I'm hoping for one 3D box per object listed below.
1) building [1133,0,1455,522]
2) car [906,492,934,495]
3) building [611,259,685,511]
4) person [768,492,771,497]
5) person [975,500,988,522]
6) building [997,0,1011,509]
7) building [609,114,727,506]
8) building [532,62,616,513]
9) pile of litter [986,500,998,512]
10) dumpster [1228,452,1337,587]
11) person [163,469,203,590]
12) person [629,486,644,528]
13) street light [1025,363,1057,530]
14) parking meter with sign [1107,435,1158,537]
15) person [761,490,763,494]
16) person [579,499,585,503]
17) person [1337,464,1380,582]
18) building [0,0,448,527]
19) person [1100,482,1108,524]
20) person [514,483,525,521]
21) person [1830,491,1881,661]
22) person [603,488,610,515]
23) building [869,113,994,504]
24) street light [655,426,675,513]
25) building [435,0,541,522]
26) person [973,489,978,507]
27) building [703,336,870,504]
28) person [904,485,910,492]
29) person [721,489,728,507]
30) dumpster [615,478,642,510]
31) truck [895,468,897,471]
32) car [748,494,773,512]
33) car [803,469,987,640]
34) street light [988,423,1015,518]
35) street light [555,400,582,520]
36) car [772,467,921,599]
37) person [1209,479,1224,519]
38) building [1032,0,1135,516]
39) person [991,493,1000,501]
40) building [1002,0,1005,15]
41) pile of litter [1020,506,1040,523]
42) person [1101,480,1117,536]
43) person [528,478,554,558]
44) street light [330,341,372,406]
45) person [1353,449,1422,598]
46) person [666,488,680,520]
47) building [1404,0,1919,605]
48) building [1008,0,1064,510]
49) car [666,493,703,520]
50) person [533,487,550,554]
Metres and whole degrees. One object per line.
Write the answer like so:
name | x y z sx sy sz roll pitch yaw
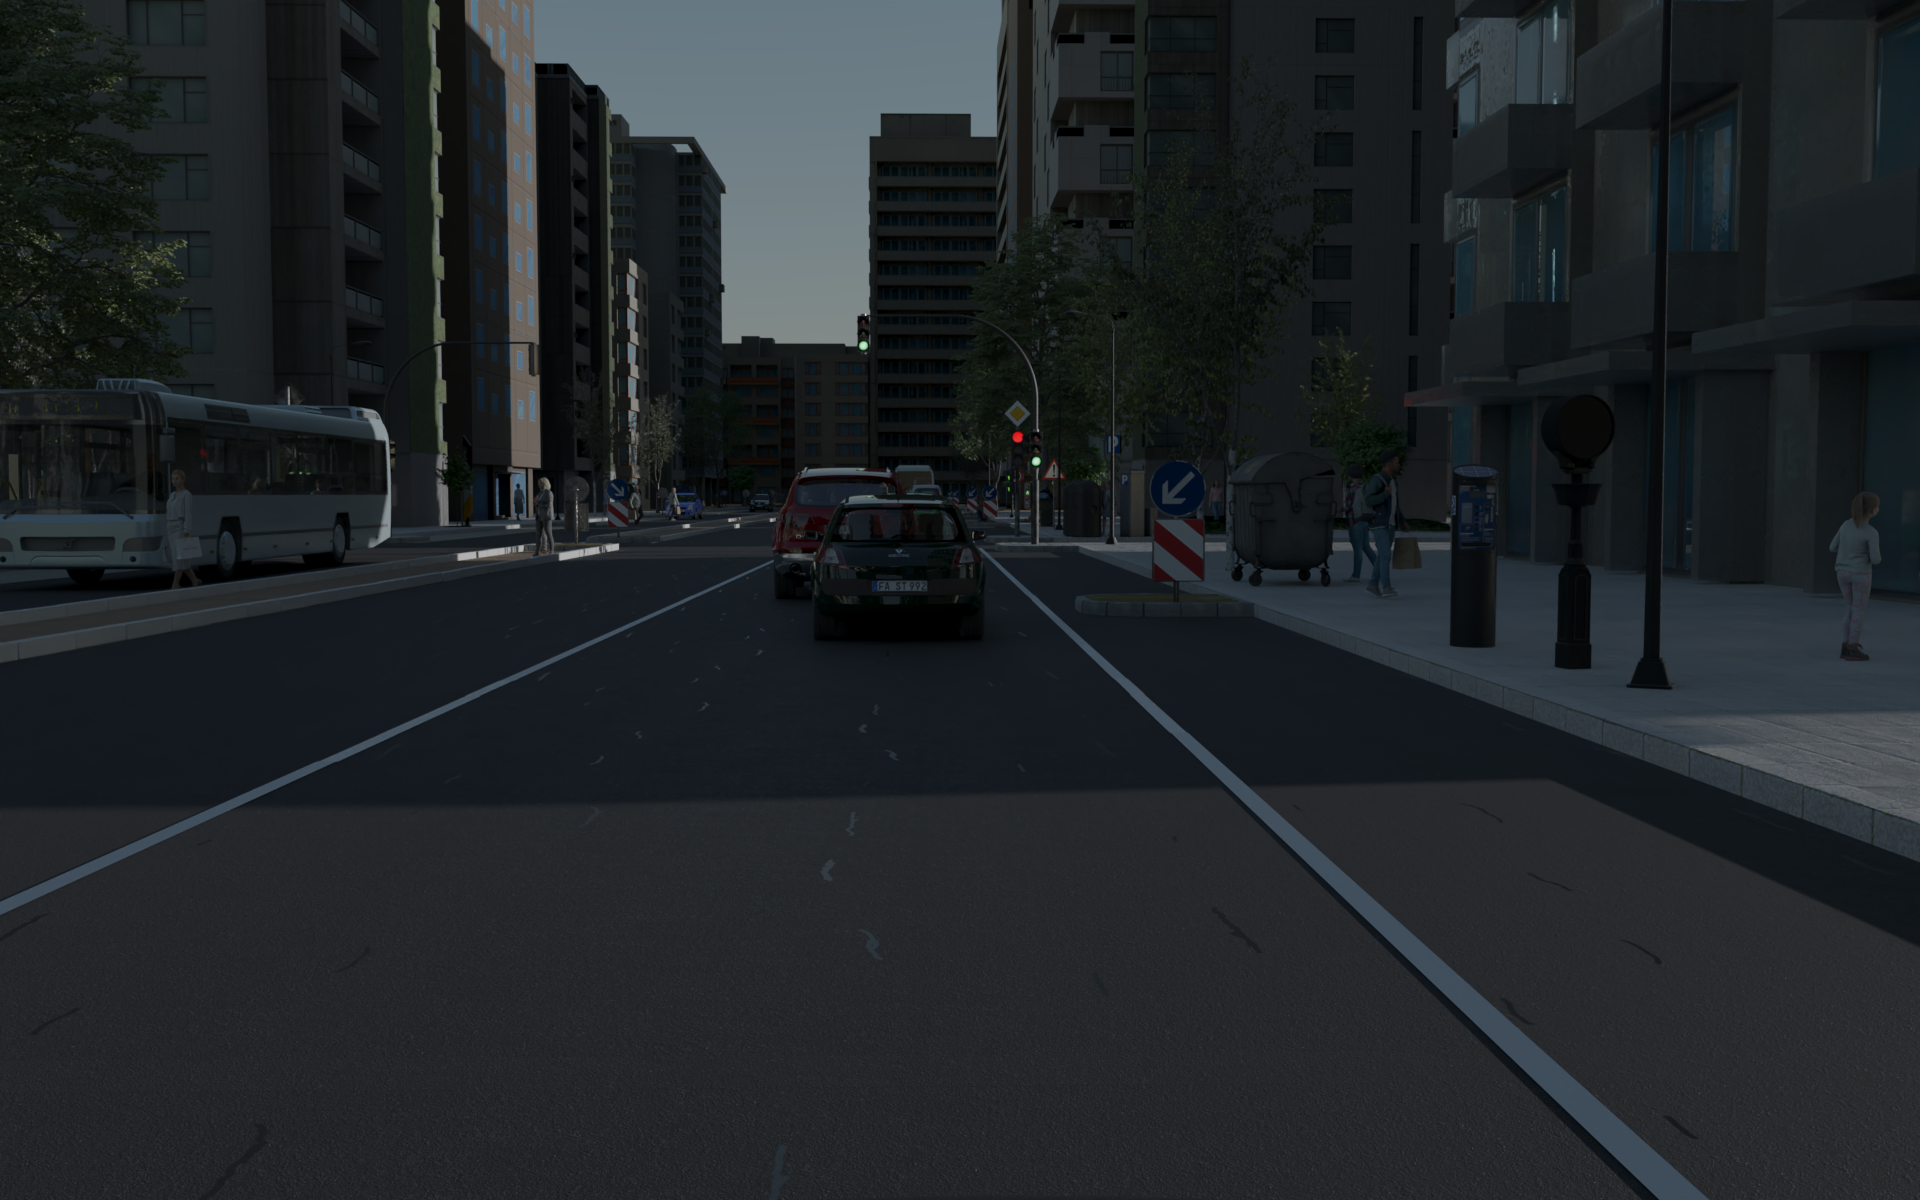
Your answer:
building | 15.265 -19.157 84.913 14.160 30.474 14.107 0 4 -1
car | -1.175 -1.777 37.848 1.959 1.807 4.718 0 4 0
building | -38.369 -18.132 141.494 27.650 21.520 28.899 0 4 -1
person | -17.928 -9.298 161.998 0.593 1.643 0.415 2 4 25
person | 1.118 -4.027 79.837 1.012 1.151 0.738 -1 4 -11
building | 14.500 -32.864 161.027 21.300 48.544 21.600 0 4 -1
building | -37.489 -30.049 183.185 23.993 40.220 32.217 0 4 -1
building | -31.627 -21.105 116.762 14.160 30.474 14.107 0 4 -1
pile of litter | 2.174 -6.690 123.344 1.176 0.858 1.719 0 4 -1
dumpster | 4.596 -1.158 24.696 1.264 1.857 1.865 0 4 -1
person | -11.045 -0.966 24.644 0.624 1.780 0.694 -3 5 -44
person | -13.860 -3.965 73.819 0.515 1.767 0.782 2 4 31
street light | 2.996 -5.443 61.540 1.470 5.913 1.316 0 4 -1
parking meter with sign | 5.179 -3.393 51.733 1.738 3.016 0.543 -3 5 -40
person | -17.316 -8.741 151.967 0.990 1.755 0.434 -1 4 -17
person | -22.749 -5.979 103.825 0.660 1.820 0.620 3 5 42
person | 5.833 -1.121 25.205 0.643 1.720 0.563 2 4 32
building | -28.060 -23.237 63.517 14.154 41.232 14.086 0 4 -1
person | 6.163 -4.132 73.791 0.709 1.800 0.728 1 4 19
person | -21.289 -4.725 83.518 0.478 1.798 0.641 1 4 13
person | 6.939 -0.188 13.390 0.394 1.301 0.425 -3 4 -36
person | -21.109 -5.970 103.741 0.778 1.811 0.616 -2 4 -24
building | -0.828 -36.714 223.973 21.600 48.544 21.300 0 4 -1
street light | -20.003 -8.869 117.542 1.470 5.913 1.316 0 4 -1
building | -29.487 -26.627 85.467 14.600 45.320 14.200 0 4 -1
person | 1.351 -8.663 148.348 0.551 1.740 0.621 3 5 45
building | -26.133 -23.362 227.008 28.899 21.520 27.650 0 4 -1
person | -1.889 -3.294 62.904 0.519 1.759 0.362 2 4 35
person | -24.139 -10.483 177.306 0.709 1.838 0.599 0 4 -7
dumpster | -20.368 -6.322 105.858 1.502 2.255 1.985 0 4 -1
truck | -5.370 -10.977 169.228 2.967 4.110 18.799 0 4 -1
car | -15.997 -7.931 139.459 2.009 1.686 4.222 0 4 -2
car | -0.682 -0.529 18.439 2.009 1.686 4.222 0 4 -3
street light | 2.291 -7.422 93.894 1.470 5.913 1.316 0 4 -1
street light | -19.281 -6.890 85.187 1.470 5.913 1.316 0 4 -1
car | -1.630 -1.018 25.323 2.281 1.827 5.304 0 4 -3
person | 9.089 -3.389 61.464 0.555 1.821 0.388 -1 4 -15
building | 18.956 -32.039 113.069 28.713 52.752 27.495 0 4 -1
person | 2.637 -8.024 137.239 1.348 1.824 0.705 3 4 36
building | 14.902 -39.366 185.627 21.231 58.520 28.212 0 4 -1
pile of litter | 3.195 -3.950 78.555 1.176 0.858 1.719 0 4 -5
person | 4.613 -2.822 53.187 0.512 1.701 0.522 -3 5 -42
person | -9.328 -1.838 38.730 0.526 1.800 0.537 -3 5 -39
street light | -18.546 -4.903 52.698 1.470 5.913 1.316 0 4 -1
person | 5.248 -0.929 21.219 0.794 1.824 0.713 -2 4 -31
person | -15.616 -5.224 94.401 0.782 1.767 0.515 3 5 39
building | 20.910 -24.806 25.188 23.786 49.044 30.456 0 4 -1
building | 11.210 -30.157 143.181 14.600 45.320 14.200 0 4 -1
car | -15.654 -5.432 98.399 1.945 1.707 3.694 0 3 0
person | -9.996 -1.999 41.366 0.511 1.800 0.466 2 4 35
